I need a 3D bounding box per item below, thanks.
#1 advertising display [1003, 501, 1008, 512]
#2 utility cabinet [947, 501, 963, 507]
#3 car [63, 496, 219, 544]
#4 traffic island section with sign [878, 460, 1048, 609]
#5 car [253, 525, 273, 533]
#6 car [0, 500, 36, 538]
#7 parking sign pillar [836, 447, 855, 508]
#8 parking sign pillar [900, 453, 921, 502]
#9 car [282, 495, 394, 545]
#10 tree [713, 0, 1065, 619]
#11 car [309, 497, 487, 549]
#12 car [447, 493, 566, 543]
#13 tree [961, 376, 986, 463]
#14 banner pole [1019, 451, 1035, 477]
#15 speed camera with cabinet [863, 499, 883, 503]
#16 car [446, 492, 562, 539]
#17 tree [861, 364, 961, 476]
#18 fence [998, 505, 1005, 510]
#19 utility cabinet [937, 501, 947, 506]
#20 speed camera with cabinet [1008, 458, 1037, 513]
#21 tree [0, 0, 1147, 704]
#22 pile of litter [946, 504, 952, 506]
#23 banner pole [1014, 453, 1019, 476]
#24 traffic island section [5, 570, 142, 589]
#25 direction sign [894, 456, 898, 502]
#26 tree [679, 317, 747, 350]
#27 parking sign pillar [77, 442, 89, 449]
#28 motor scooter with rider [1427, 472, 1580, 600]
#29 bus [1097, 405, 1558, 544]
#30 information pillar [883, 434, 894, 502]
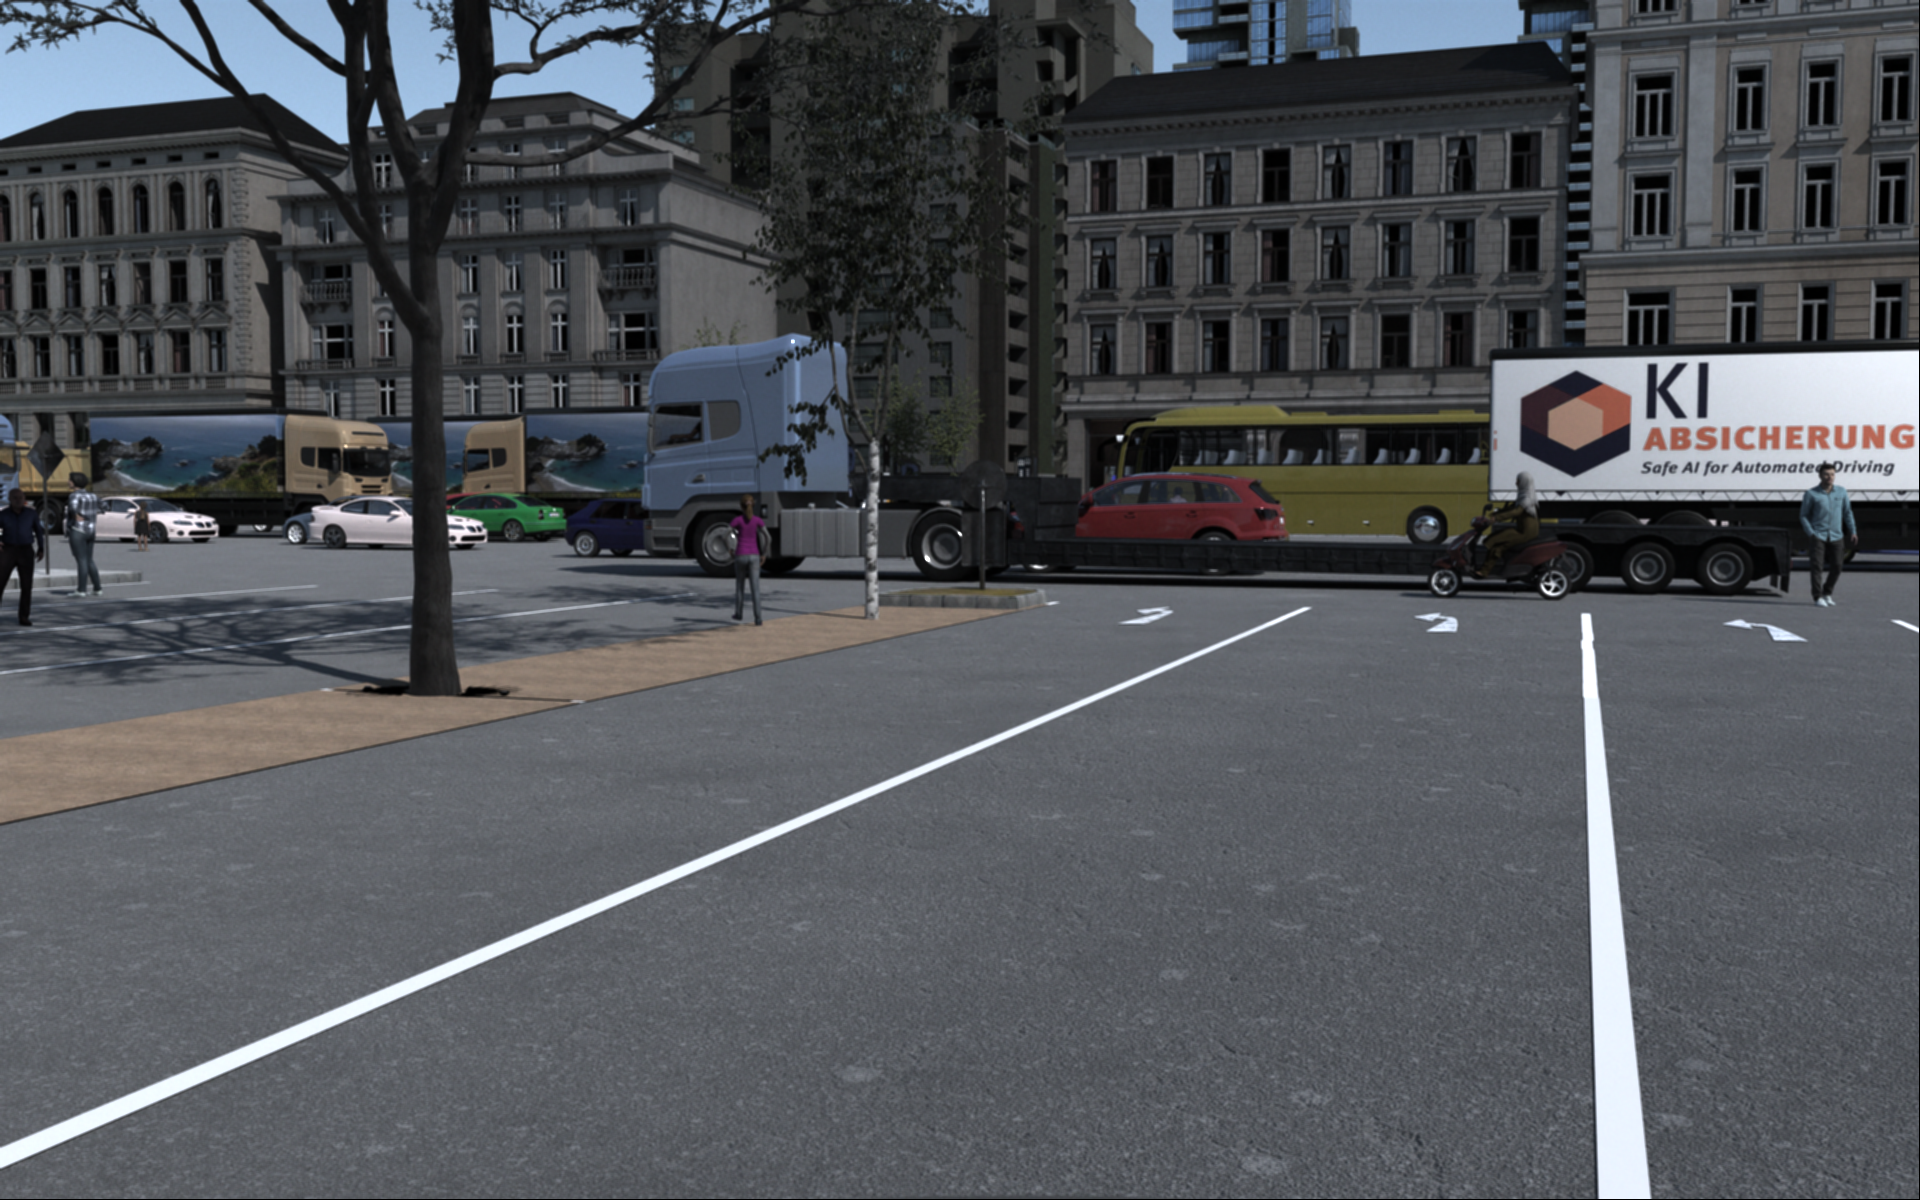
[{"bbox_3d":[3.182,-6.649,113.928,0.974,1.923,0.123,-3,5,-43],"label":"advertising display"},{"bbox_3d":[-0.194,-5.040,93.558,0.306,1.237,1.020,-2,4,-24],"label":"utility cabinet"},{"bbox_3d":[-24.244,-2.380,51.277,4.827,1.381,2.083,1,4,20],"label":"car"},{"bbox_3d":[0.101,-0.886,22.630,2.006,1.907,1.989,1,4,20],"label":"traffic island section with sign"},{"bbox_3d":[-24.230,-3.428,64.725,5.304,1.827,2.281,1,4,18],"label":"car"},{"bbox_3d":[-27.863,-2.181,48.016,4.827,1.381,2.083,1,4,19],"label":"car"},{"bbox_3d":[-4.700,-5.065,71.278,1.447,3.967,1.447,1,4,14],"label":"parking sign pillar"},{"bbox_3d":[-3.138,-7.417,109.737,1.447,3.967,1.447,0,4,-3],"label":"parking sign pillar"},{"bbox_3d":[-17.113,-2.278,49.252,4.499,1.417,2.014,1,4,20],"label":"car"},{"bbox_3d":[-0.942,-4.092,19.717,4.360,8.622,3.978,0,3,0],"label":"tree"},{"bbox_3d":[-14.641,-2.007,45.171,4.827,1.381,2.083,1,4,19],"label":"car"},{"bbox_3d":[-14.194,-2.655,52.208,4.718,1.807,1.959,1,4,18],"label":"car"},{"bbox_3d":[-0.474,-9.367,103.512,4.737,8.622,4.395,0,3,0],"label":"tree"},{"bbox_3d":[4.099,-6.814,101.431,0.863,3.779,0.401,2,4,30],"label":"banner pole"},{"bbox_3d":[-5.397,-7.381,115.012,2.038,3.252,0.660,-2,4,-31],"label":"speed camera with cabinet"},{"bbox_3d":[-14.701,-2.798,54.790,4.494,1.783,2.155,1,4,19],"label":"car"},{"bbox_3d":[-3.199,-8.814,94.475,4.737,8.622,4.395,0,3,0],"label":"tree"},{"bbox_3d":[1.777,-4.968,96.608,2.069,0.683,0.278,-3,5,-43],"label":"fence"},{"bbox_3d":[-1.040,-6.313,114.373,0.306,1.237,1.020,3,5,45],"label":"utility cabinet"},{"bbox_3d":[3.496,-6.121,94.408,0.660,3.252,2.038,-3,5,-43],"label":"speed camera with cabinet"},{"bbox_3d":[-3.766,-6.053,11.794,12.009,13.543,11.850,0,3,0],"label":"tree"},{"bbox_3d":[-0.563,-3.650,73.646,1.719,0.858,1.176,0,4,1],"label":"pile of litter"},{"bbox_3d":[3.553,-7.023,104.851,0.863,3.779,0.401,-1,4,-16],"label":"banner pole"},{"bbox_3d":[-14.549,-0.325,27.587,2.009,0.180,2.903,1,4,20],"label":"traffic island section"},{"bbox_3d":[-3.788,-6.670,101.043,0.379,3.537,0.876,-2,4,-24],"label":"direction sign"},{"bbox_3d":[-9.772,-7.477,72.618,4.737,8.622,4.395,0,3,0],"label":"tree"},{"bbox_3d":[-45.345,-6.135,88.781,1.447,3.967,1.447,-3,5,-43],"label":"parking sign pillar"},{"bbox_3d":[7.414,-0.896,23.620,1.986,1.779,0.876,1,4,19],"label":"motor scooter with rider"},{"bbox_3d":[10.101,-3.452,47.983,12.252,3.916,2.896,1,4,18],"label":"bus"},{"bbox_3d":[-2.873,-4.659,67.531,0.183,3.616,0.504,1,4,20],"label":"information pillar"}]
